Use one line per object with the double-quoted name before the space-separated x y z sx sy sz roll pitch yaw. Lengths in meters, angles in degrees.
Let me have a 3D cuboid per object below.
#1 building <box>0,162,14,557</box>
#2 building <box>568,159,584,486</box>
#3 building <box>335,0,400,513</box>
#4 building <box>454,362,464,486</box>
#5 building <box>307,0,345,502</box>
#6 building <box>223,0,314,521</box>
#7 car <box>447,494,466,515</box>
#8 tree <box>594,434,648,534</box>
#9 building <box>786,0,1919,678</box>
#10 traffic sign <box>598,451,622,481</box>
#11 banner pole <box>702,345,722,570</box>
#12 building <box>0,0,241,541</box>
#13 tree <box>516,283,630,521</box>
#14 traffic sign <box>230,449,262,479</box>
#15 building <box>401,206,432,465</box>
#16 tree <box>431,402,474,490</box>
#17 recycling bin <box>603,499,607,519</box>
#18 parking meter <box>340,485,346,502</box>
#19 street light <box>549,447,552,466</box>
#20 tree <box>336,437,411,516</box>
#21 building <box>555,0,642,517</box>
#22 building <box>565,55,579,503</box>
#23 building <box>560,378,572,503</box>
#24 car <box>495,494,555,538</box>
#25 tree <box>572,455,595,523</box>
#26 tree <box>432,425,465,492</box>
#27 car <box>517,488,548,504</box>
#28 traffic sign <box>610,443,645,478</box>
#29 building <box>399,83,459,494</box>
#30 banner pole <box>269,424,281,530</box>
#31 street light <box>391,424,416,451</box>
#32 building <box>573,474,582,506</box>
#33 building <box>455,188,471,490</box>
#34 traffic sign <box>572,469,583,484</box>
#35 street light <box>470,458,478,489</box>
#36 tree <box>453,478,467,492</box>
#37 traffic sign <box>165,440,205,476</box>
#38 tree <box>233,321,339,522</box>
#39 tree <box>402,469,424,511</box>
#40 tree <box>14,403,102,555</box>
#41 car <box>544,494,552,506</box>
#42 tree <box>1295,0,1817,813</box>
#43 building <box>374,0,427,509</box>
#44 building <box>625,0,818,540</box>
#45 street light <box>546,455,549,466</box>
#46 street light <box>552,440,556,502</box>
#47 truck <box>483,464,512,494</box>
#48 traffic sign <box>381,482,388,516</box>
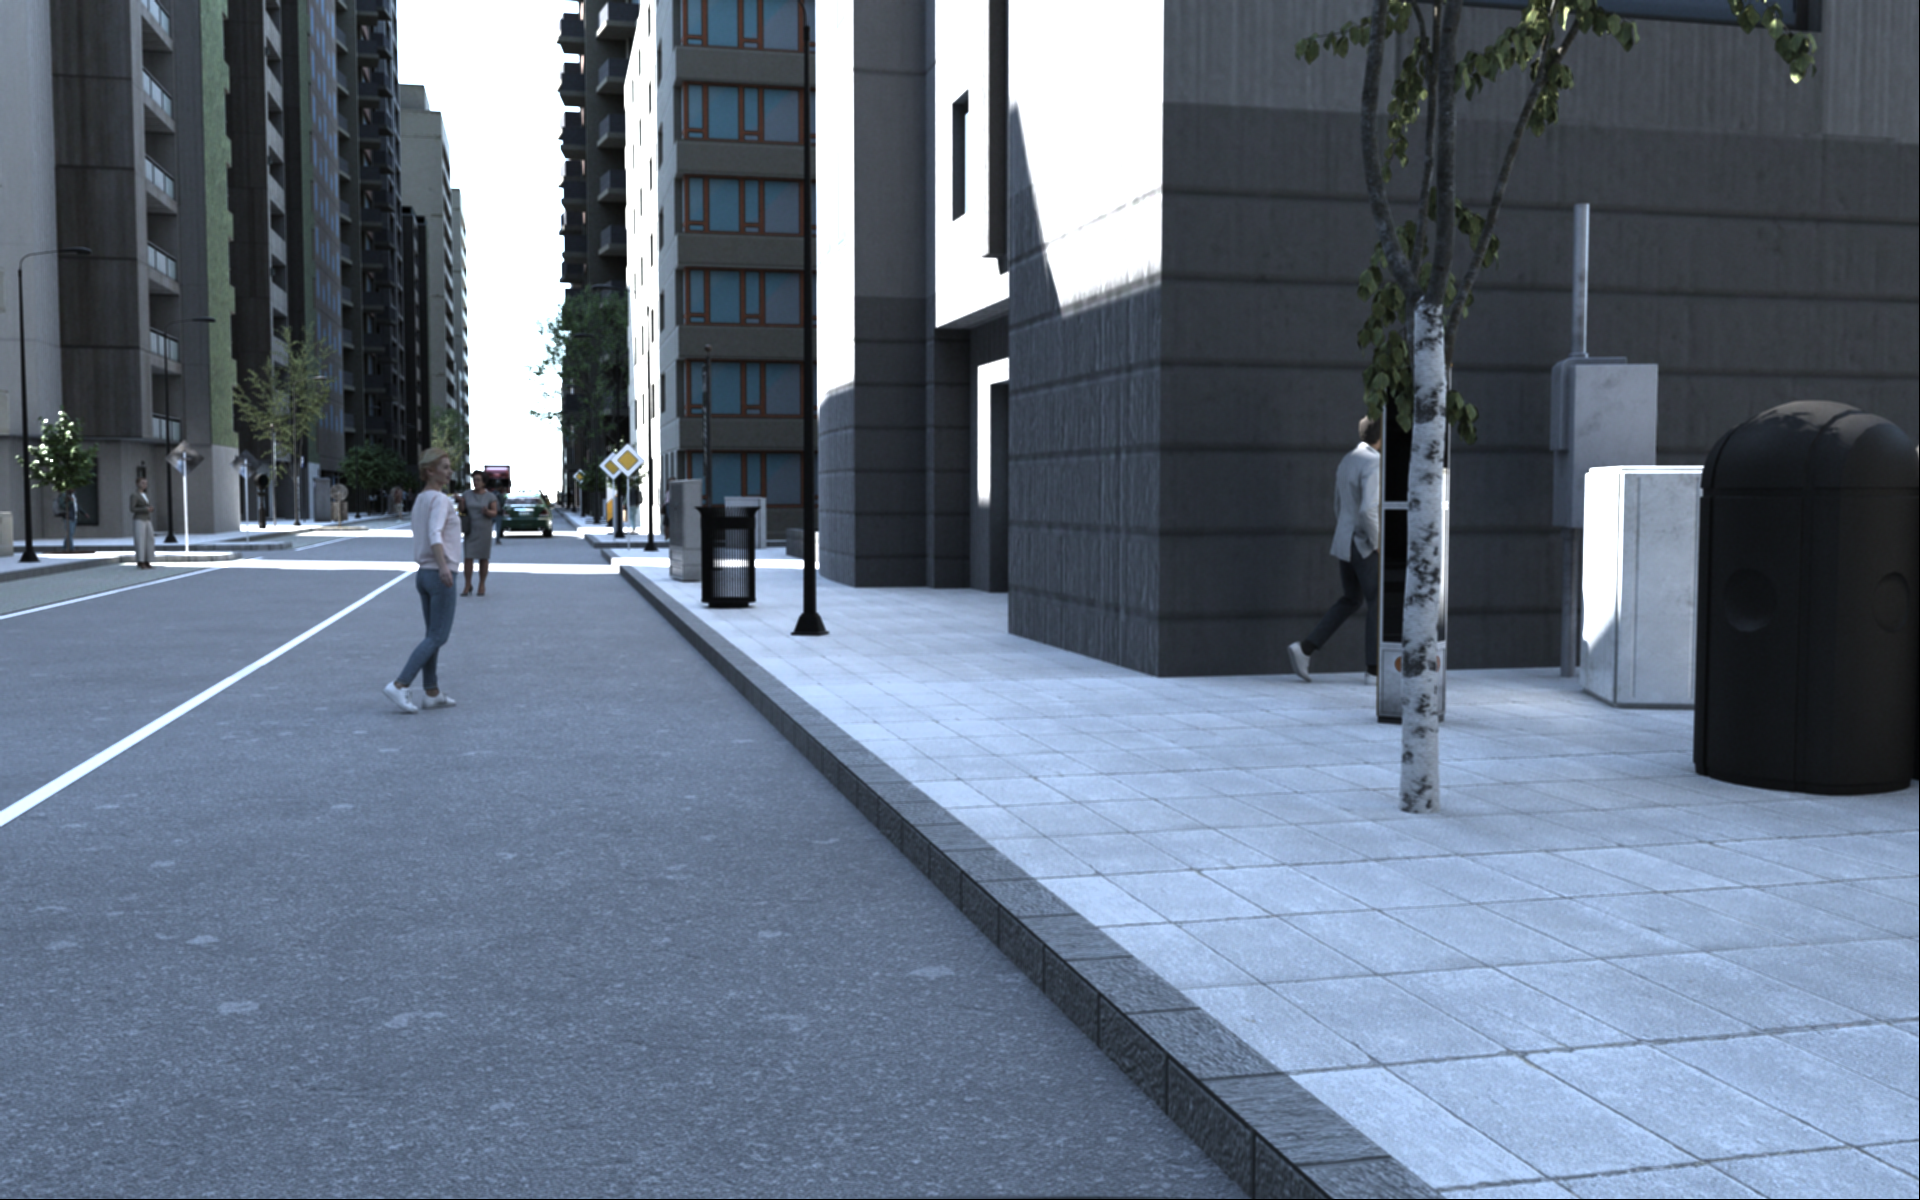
"building" -30.410 -10.606 18.448 28.899 21.520 27.650 -1 4 -14
"building" -40.260 -34.303 210.971 14.600 45.320 14.200 -1 4 -14
"building" -54.051 -28.990 128.610 22.147 44.769 28.867 -1 4 -14
"building" -81.616 -23.679 232.192 27.650 21.520 28.899 -1 4 -14
"building" -45.297 -27.745 103.737 14.600 45.320 14.200 -1 4 -14
"building" -39.202 -19.034 82.912 14.160 30.474 14.107 -1 4 -14
"car" -22.093 -4.050 76.441 2.015 1.641 3.980 -1 4 -14
"tree" -10.747 -3.742 55.788 1.663 3.219 1.824 0 3 0
"building" 8.284 -29.624 26.360 21.231 58.520 28.212 -1 4 -14
"traffic sign" -9.420 -2.753 47.204 0.795 2.593 0.064 -1 4 -14
"banner pole" -4.291 -2.407 29.378 0.401 3.779 0.863 -1 4 -17
"building" -30.455 -22.487 51.257 14.154 41.232 14.086 -1 4 -14
"tree" -17.568 -9.688 84.162 9.928 11.665 9.643 0 3 0
"traffic sign" -18.555 -2.619 45.015 0.795 2.593 0.064 -1 4 -14
"building" -60.057 -24.438 171.267 14.160 30.474 14.107 -1 4 -14
"tree" -57.810 -16.316 192.522 9.928 11.665 9.643 0 3 0
"recycling bin" -18.070 -4.732 89.922 0.722 1.027 0.722 -3 5 -42
"parking meter" -41.524 -6.771 116.418 0.399 1.863 0.255 2 4 31
"street light" -34.260 -10.766 148.573 1.470 5.913 1.316 -1 4 -14
"tree" -35.944 -7.582 107.687 4.285 4.588 4.351 0 3 0
"building" -13.539 -27.685 107.276 22.147 44.769 28.867 -1 4 -14
"building" -42.017 -56.300 233.184 22.319 86.520 31.000 -1 4 -14
"building" -46.702 -25.673 264.793 27.650 21.520 28.899 -1 4 -14
"car" -14.733 -2.852 58.429 2.131 1.459 4.920 -1 4 -15
"tree" -16.027 -5.006 76.447 1.663 3.219 1.824 0 3 0
"tree" -55.109 -14.323 184.546 4.737 8.622 4.395 0 3 0
"car" -27.761 -6.315 111.916 2.281 1.827 5.304 -1 4 -13
"traffic sign" -7.536 -2.279 39.444 0.795 2.593 0.064 -1 4 -14
"building" -72.062 -35.663 206.786 21.300 48.544 21.600 -1 4 -14
"banner pole" -24.742 -4.435 62.522 0.401 3.779 0.863 -1 4 -15
"street light" -38.053 -8.951 118.893 1.470 5.913 1.316 -1 4 -14
"building" -31.022 -45.632 184.328 20.563 71.187 20.611 -1 4 -14
"building" -84.275 -38.713 256.656 21.300 48.544 21.600 -1 4 -14
"traffic sign" -19.825 -5.555 90.560 0.795 2.593 0.064 -1 4 -12
"street light" -63.412 -15.353 223.567 1.470 5.913 1.316 -1 4 -14
"tree" -60.213 -13.090 208.620 1.663 3.219 1.824 0 3 0
"traffic sign" -16.671 -2.145 37.255 0.795 2.593 0.064 -1 4 -14
"tree" -28.301 -7.516 73.252 4.737 8.622 4.395 0 3 0
"tree" -41.903 -8.403 131.993 1.663 3.219 1.824 0 3 0
"tree" -19.244 -2.593 37.001 1.663 3.219 1.824 0 3 0
"car" -42.750 -10.205 177.079 2.015 1.641 3.980 -1 4 -12
"tree" 2.099 -3.453 6.816 4.737 8.622 4.395 0 3 0
"building" -57.985 -43.670 152.259 20.563 71.187 20.611 -1 4 -14
"building" 3.101 -13.379 63.779 28.899 21.520 27.650 -1 4 -14
"street light" -39.941 -12.177 171.636 1.470 5.913 1.316 -1 4 -14
"street light" -28.660 -9.369 125.732 1.470 5.913 1.316 -1 4 -14
"truck" -44.262 -10.817 165.773 2.839 4.237 11.283 -1 4 -14
"traffic sign" -34.365 -6.290 102.955 0.768 2.556 0.104 -1 4 -11
